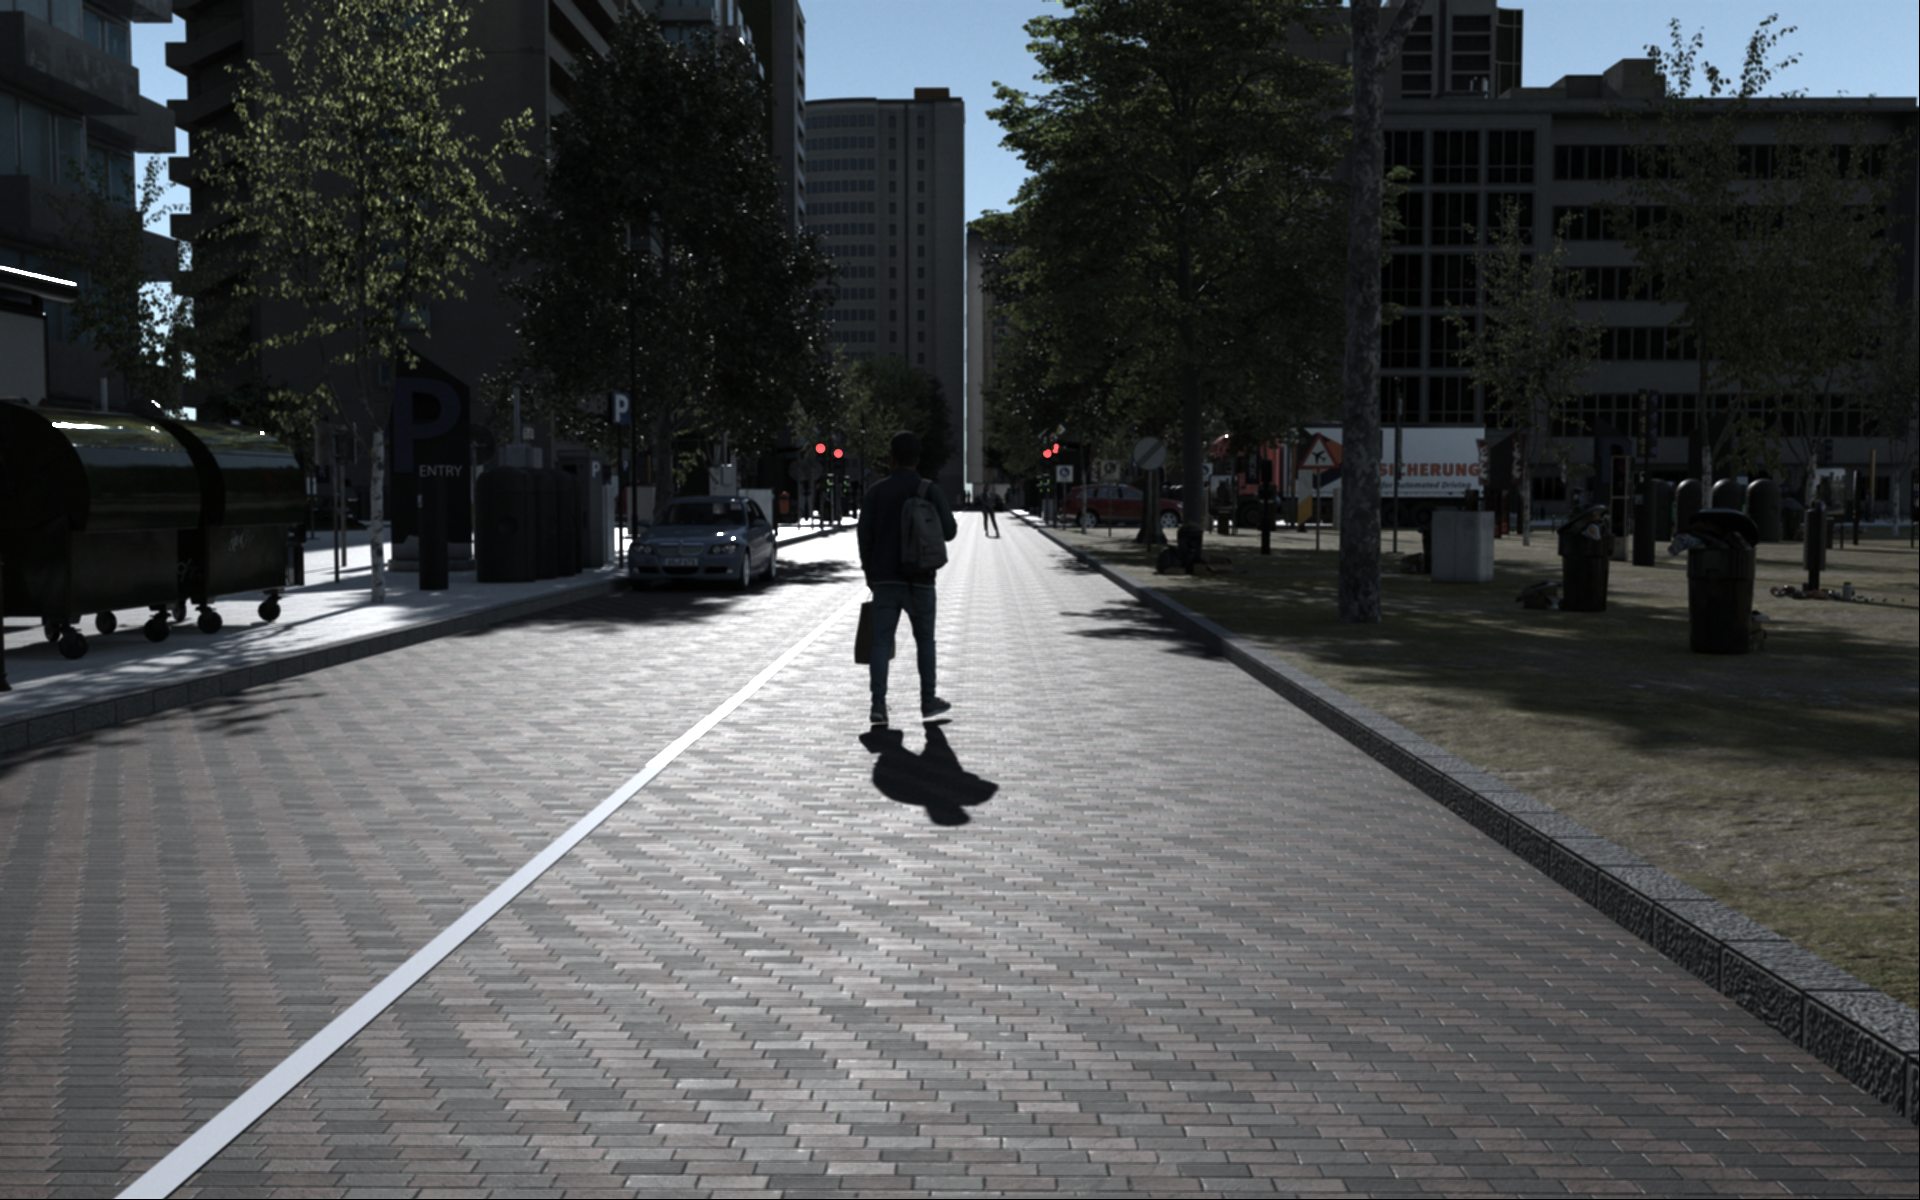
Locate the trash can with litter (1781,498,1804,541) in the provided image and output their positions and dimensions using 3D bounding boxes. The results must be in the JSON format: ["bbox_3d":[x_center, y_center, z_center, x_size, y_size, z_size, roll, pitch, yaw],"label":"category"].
[{"bbox_3d":[22.978,-2.209,47.506,0.624,1.170,1.055,0,4,-6],"label":"trash can with litter"}]

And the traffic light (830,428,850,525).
[{"bbox_3d":[-5.068,-5.131,72.816,0.839,4.253,0.868,0,4,1],"label":"traffic light"}]

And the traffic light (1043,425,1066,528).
[{"bbox_3d":[3.539,-4.637,64.735,0.839,4.253,0.868,0,4,1],"label":"traffic light"}]

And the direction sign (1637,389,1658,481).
[{"bbox_3d":[14.890,-2.787,37.568,0.876,3.537,0.379,-3,5,-43],"label":"direction sign"}]

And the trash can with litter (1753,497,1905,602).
[{"bbox_3d":[10.799,-0.654,21.744,1.678,1.210,2.233,1,4,20],"label":"trash can with litter"}]

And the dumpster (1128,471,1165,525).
[{"bbox_3d":[7.820,-4.320,73.132,1.502,2.255,1.985,0,4,1],"label":"dumpster"}]

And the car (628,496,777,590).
[{"bbox_3d":[-3.982,-0.940,27.370,2.014,1.417,4.499,0,4,2],"label":"car"}]

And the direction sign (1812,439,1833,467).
[{"bbox_3d":[35.618,-4.871,71.635,0.876,3.537,0.379,0,4,-4],"label":"direction sign"}]

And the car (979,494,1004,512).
[{"bbox_3d":[2.559,-7.872,138.492,2.009,1.686,4.222,0,4,1],"label":"car"}]

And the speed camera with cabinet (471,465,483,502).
[{"bbox_3d":[-13.400,-3.323,48.662,2.038,3.252,0.660,3,5,40],"label":"speed camera with cabinet"}]

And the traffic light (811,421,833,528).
[{"bbox_3d":[-5.172,-4.643,64.831,0.839,4.253,0.868,0,4,1],"label":"traffic light"}]

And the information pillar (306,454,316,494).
[{"bbox_3d":[-32.487,-5.837,86.790,0.183,3.616,0.504,3,5,42],"label":"information pillar"}]

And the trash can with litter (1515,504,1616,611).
[{"bbox_3d":[6.662,-0.473,19.126,0.624,1.170,1.055,-3,5,-44],"label":"trash can with litter"}]

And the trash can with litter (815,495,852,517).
[{"bbox_3d":[-7.788,-5.869,107.019,2.233,1.210,1.678,0,4,2],"label":"trash can with litter"}]

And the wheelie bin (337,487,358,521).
[{"bbox_3d":[-26.732,-4.133,75.480,0.693,1.594,0.980,2,4,29],"label":"wheelie bin"}]

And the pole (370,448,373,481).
[{"bbox_3d":[-25.868,-5.049,76.395,0.158,3.312,0.155,0,3,0],"label":"pole"}]

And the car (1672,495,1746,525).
[{"bbox_3d":[28.803,-3.664,68.696,4.718,1.807,1.959,0,4,2],"label":"car"}]

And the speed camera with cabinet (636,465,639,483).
[{"bbox_3d":[-21.965,-7.551,117.794,0.660,3.252,2.038,1,4,9],"label":"speed camera with cabinet"}]

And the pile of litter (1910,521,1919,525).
[{"bbox_3d":[40.221,-3.566,72.262,1.719,0.858,1.176,-2,4,-29],"label":"pile of litter"}]

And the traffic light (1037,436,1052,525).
[{"bbox_3d":[3.643,-5.125,72.719,0.839,4.253,0.868,0,4,1],"label":"traffic light"}]

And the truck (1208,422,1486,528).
[{"bbox_3d":[14.894,-4.890,68.857,11.283,4.237,2.839,0,4,0],"label":"truck"}]

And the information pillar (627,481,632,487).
[{"bbox_3d":[-18.340,-5.612,96.253,0.304,2.012,0.304,2,4,25],"label":"information pillar"}]

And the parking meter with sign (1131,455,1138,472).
[{"bbox_3d":[8.122,-4.934,76.924,0.543,3.016,1.738,1,4,22],"label":"parking meter with sign"}]

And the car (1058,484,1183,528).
[{"bbox_3d":[6.514,-3.657,68.471,5.304,1.827,2.281,0,4,1],"label":"car"}]

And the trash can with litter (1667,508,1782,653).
[{"bbox_3d":[6.258,-0.173,14.221,0.624,1.170,1.055,3,4,37],"label":"trash can with litter"}]

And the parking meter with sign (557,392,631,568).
[{"bbox_3d":[-6.609,-2.073,30.152,1.738,3.016,0.543,2,4,23],"label":"parking meter with sign"}]

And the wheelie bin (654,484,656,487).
[{"bbox_3d":[-9.569,-2.880,54.995,0.693,1.594,0.980,-2,4,-30],"label":"wheelie bin"}]

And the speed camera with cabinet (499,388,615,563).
[{"bbox_3d":[-7.538,-2.329,32.414,2.038,3.252,0.660,0,4,3],"label":"speed camera with cabinet"}]

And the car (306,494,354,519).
[{"bbox_3d":[-26.317,-3.617,68.929,4.222,1.686,2.009,0,4,-1],"label":"car"}]

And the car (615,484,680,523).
[{"bbox_3d":[-11.154,-3.680,68.849,5.304,1.827,2.281,0,4,-1],"label":"car"}]

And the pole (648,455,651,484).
[{"bbox_3d":[-16.260,-5.923,90.687,0.158,3.312,0.155,0,3,0],"label":"pole"}]

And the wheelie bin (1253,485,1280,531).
[{"bbox_3d":[10.730,-3.223,60.599,0.980,1.594,0.693,1,4,16],"label":"wheelie bin"}]

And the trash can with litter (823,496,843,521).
[{"bbox_3d":[-6.073,-4.345,82.431,1.055,1.170,0.624,1,4,16],"label":"trash can with litter"}]

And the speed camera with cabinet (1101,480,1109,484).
[{"bbox_3d":[9.066,-6.762,104.886,0.660,3.252,2.038,-1,4,-13],"label":"speed camera with cabinet"}]

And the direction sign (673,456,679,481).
[{"bbox_3d":[-17.044,-6.872,104.362,0.876,3.537,0.379,2,4,29],"label":"direction sign"}]

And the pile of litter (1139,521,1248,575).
[{"bbox_3d":[3.867,-0.851,27.872,1.719,0.858,1.176,-1,4,-10],"label":"pile of litter"}]

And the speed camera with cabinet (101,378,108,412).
[{"bbox_3d":[-14.882,-2.116,28.935,0.660,3.252,2.038,3,5,41],"label":"speed camera with cabinet"}]

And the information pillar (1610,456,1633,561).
[{"bbox_3d":[12.675,-1.761,33.279,0.304,2.012,0.304,2,4,30],"label":"information pillar"}]

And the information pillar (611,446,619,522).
[{"bbox_3d":[-15.698,-5.352,78.855,0.504,3.616,0.183,3,4,36],"label":"information pillar"}]

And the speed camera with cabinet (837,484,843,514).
[{"bbox_3d":[-7.868,-7.079,110.079,0.660,3.252,2.038,-2,4,-24],"label":"speed camera with cabinet"}]

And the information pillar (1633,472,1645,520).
[{"bbox_3d":[22.442,-3.230,57.308,0.304,2.012,0.304,-3,5,-40],"label":"information pillar"}]

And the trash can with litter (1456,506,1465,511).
[{"bbox_3d":[40.644,-7.897,140.496,0.624,1.170,1.055,2,4,29],"label":"trash can with litter"}]

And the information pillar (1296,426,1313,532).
[{"bbox_3d":[11.577,-4.084,58.128,0.504,3.616,0.183,0,4,7],"label":"information pillar"}]

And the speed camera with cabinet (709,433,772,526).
[{"bbox_3d":[-7.090,-3.776,56.067,2.038,3.252,0.660,-3,4,-38],"label":"speed camera with cabinet"}]

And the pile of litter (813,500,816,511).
[{"bbox_3d":[-11.053,-7.131,130.551,1.719,0.858,1.176,3,4,39],"label":"pile of litter"}]

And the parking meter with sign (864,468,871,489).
[{"bbox_3d":[-5.936,-7.422,117.612,0.543,3.016,1.738,1,4,21],"label":"parking meter with sign"}]

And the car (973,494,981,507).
[{"bbox_3d":[2.529,-11.130,193.765,2.131,1.459,4.920,0,4,1],"label":"car"}]

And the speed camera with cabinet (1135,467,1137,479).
[{"bbox_3d":[12.569,-7.960,124.479,0.660,3.252,2.038,2,4,28],"label":"speed camera with cabinet"}]

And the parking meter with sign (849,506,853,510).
[{"bbox_3d":[-8.823,-8.561,136.238,0.543,3.016,1.738,-2,4,-35],"label":"parking meter with sign"}]

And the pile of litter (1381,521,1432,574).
[{"bbox_3d":[7.675,-0.868,28.158,1.719,0.858,1.176,2,4,28],"label":"pile of litter"}]

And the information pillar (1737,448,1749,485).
[{"bbox_3d":[36.913,-5.526,81.703,0.504,3.616,0.183,3,4,37],"label":"information pillar"}]
